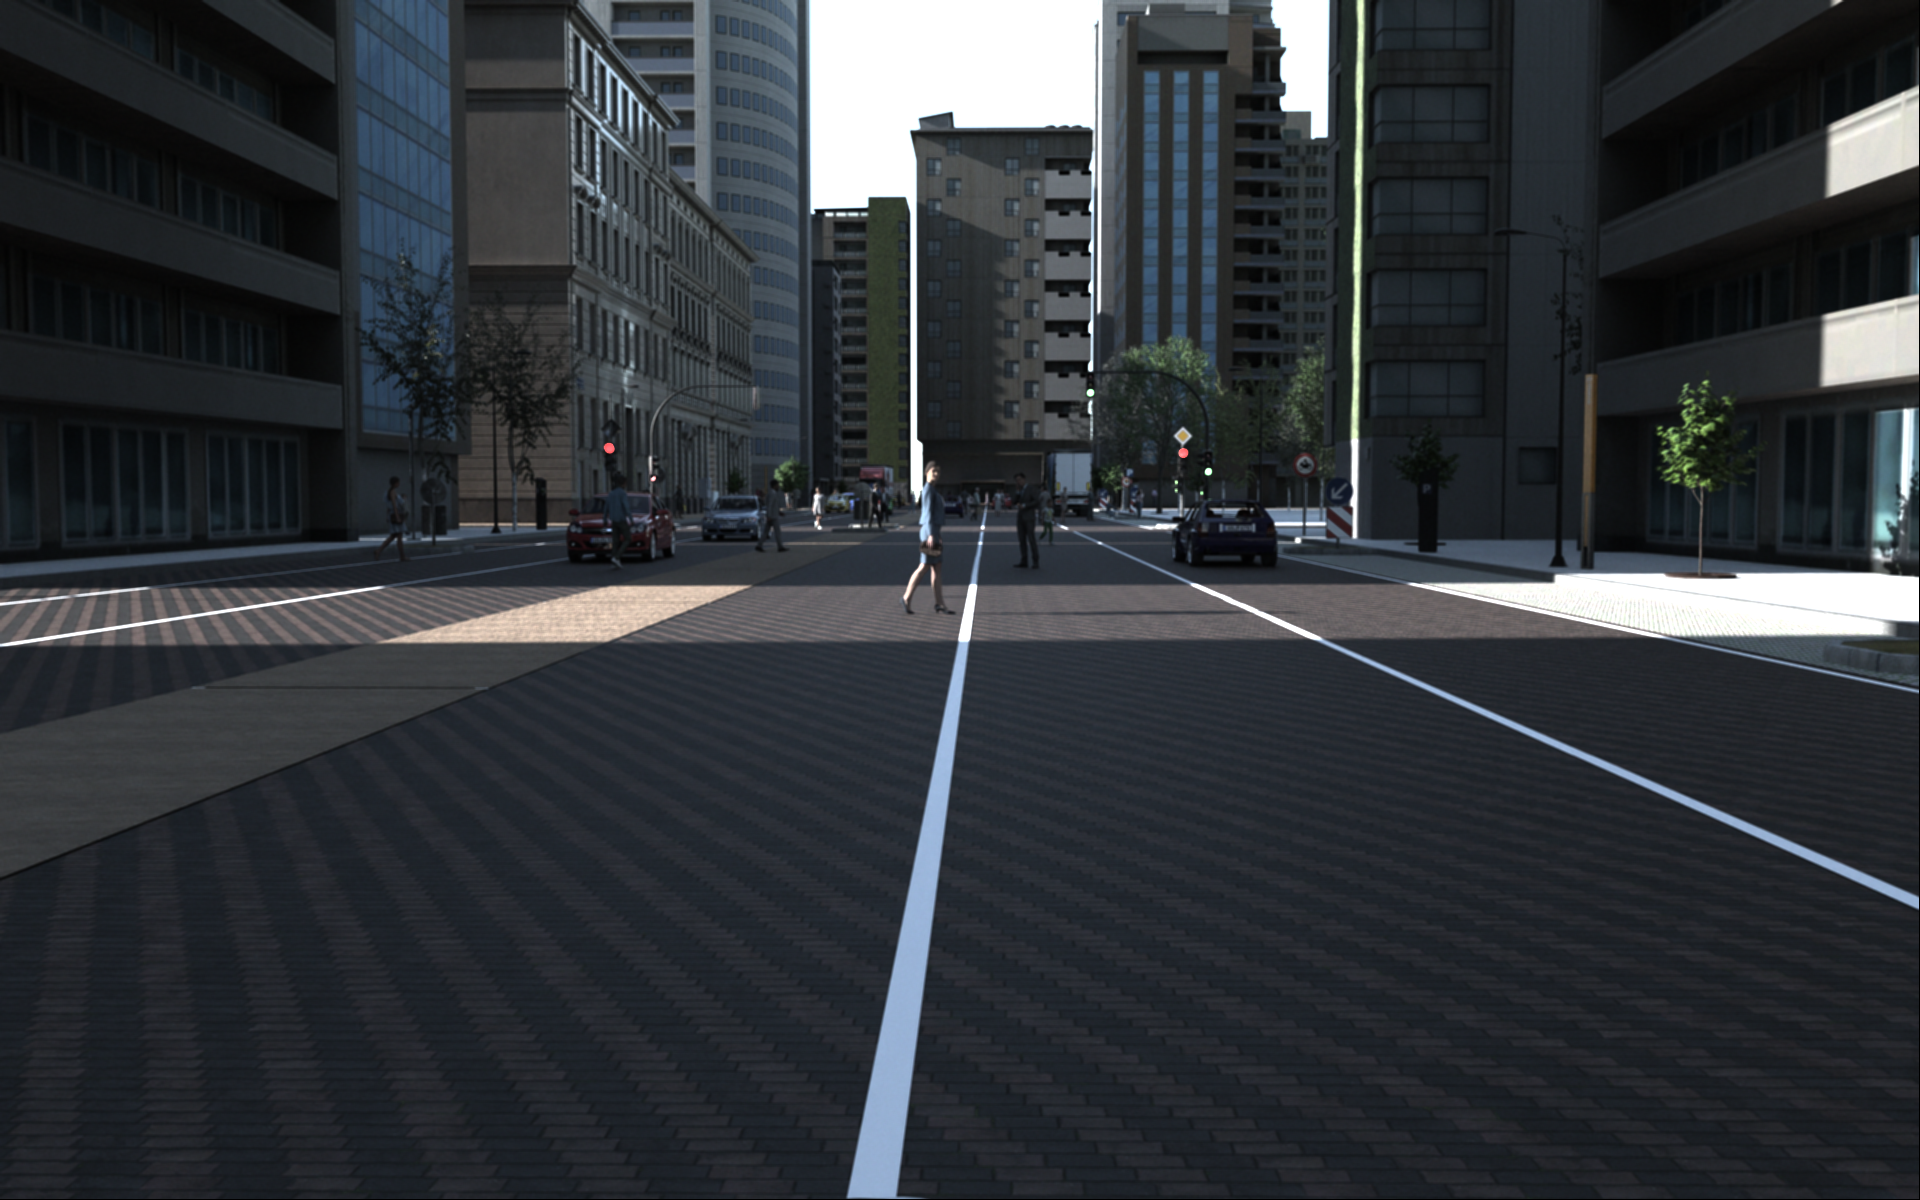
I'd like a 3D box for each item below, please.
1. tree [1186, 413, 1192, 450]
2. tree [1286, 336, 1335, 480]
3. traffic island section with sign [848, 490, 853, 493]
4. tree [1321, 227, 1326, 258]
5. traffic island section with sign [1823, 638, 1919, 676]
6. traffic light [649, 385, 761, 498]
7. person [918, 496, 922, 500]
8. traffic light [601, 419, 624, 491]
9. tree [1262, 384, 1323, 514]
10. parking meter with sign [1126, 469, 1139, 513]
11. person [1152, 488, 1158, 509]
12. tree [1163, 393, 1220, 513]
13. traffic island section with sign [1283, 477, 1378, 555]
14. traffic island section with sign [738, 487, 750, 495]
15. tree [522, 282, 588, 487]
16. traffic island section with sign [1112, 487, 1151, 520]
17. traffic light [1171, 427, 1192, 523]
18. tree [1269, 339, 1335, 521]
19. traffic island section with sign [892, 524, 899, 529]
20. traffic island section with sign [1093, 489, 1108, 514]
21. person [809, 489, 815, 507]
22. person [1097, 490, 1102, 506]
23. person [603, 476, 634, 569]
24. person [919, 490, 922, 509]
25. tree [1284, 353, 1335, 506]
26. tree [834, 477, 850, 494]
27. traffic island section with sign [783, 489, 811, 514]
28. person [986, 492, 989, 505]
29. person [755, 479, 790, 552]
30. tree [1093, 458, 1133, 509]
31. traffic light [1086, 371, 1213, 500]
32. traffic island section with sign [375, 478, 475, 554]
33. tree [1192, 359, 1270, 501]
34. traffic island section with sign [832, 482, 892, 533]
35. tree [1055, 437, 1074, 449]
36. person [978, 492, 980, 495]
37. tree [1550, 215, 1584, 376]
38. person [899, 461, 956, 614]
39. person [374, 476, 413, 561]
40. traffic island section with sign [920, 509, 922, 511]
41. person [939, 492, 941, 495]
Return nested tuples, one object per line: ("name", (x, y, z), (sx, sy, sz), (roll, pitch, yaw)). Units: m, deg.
("tree", (15.379, -9.248, 101.565), (4.737, 8.622, 4.395), (0, 3, 0))
("tree", (30.760, -14.160, 138.167), (9.857, 13.997, 8.962), (0, 3, 0))
("traffic island section with sign", (-10.867, -10.132, 174.291), (1.989, 1.847, 2.006), (0, 4, 1))
("tree", (27.740, -14.816, 98.123), (12.611, 20.169, 13.585), (0, 3, 0))
("traffic island section with sign", (8.335, -0.344, 14.245), (1.989, 1.847, 2.006), (0, 4, 1))
("traffic light", (-10.726, -5.979, 72.417), (4.771, 5.953, 1.251), (0, 4, 1))
("person", (-3.149, -9.090, 157.260), (1.348, 1.807, 0.705), (2, 4, 24))
("traffic light", (-12.950, -4.618, 64.432), (0.839, 4.253, 0.868), (0, 4, 1))
("tree", (22.078, -9.845, 111.320), (4.360, 8.622, 3.978), (0, 3, 0))
("parking meter with sign", (11.898, -7.479, 118.544), (0.543, 3.016, 1.738), (-1, 4, -15))
("person", (17.376, -9.035, 153.631), (0.599, 1.838, 0.709), (-2, 4, -33))
("tree", (17.779, -11.088, 131.655), (4.360, 8.622, 3.978), (0, 3, 0))
("traffic island section with sign", (8.777, -1.998, 41.297), (1.989, 1.847, 2.006), (0, 4, 1))
("traffic island section with sign", (-12.130, -5.414, 97.146), (1.989, 1.847, 2.006), (0, 4, 1))
("tree", (-15.042, -6.659, 59.238), (4.360, 8.622, 3.978), (0, 3, 0))
("traffic island section with sign", (9.696, -5.428, 97.374), (1.989, 1.847, 2.006), (0, 4, 1))
("traffic light", (9.239, -5.086, 72.071), (0.839, 4.253, 0.868), (0, 4, 1))
("tree", (17.600, -8.111, 82.971), (4.737, 8.622, 4.395), (0, 3, 0))
("traffic island section with sign", (-3.580, -3.909, 72.055), (2.006, 1.907, 1.989), (0, 4, 1))
("traffic island section with sign", (10.142, -7.076, 124.325), (1.989, 1.847, 2.006), (0, 4, 1))
("person", (-14.238, -9.856, 167.865), (0.721, 1.739, 1.217), (-3, 5, -41))
("person", (14.887, -10.850, 184.381), (0.436, 1.711, 0.756), (-3, 5, -39))
("person", (-6.517, -1.477, 32.993), (0.601, 1.785, 0.444), (3, 5, 40))
("person", (-3.831, -9.699, 167.036), (0.705, 1.831, 1.348), (0, 4, -7))
("tree", (26.067, -11.822, 119.052), (9.928, 11.665, 9.643), (0, 3, 0))
("tree", (-12.978, -12.046, 191.553), (1.663, 3.219, 1.824), (0, 3, 0))
("traffic island section with sign", (-11.686, -7.062, 124.097), (1.989, 1.847, 2.006), (0, 4, 1))
("person", (3.650, -13.387, 228.049), (0.621, 1.740, 0.551), (-1, 4, -19))
("person", (-4.634, -2.074, 42.682), (0.850, 1.792, 0.678), (-1, 4, -15))
("tree", (13.607, -10.261, 151.473), (4.285, 4.588, 4.351), (0, 3, 0))
("traffic light", (7.015, -5.463, 63.980), (4.771, 5.953, 1.251), (0, 4, 1))
("traffic island section with sign", (-13.025, -2.067, 42.428), (1.989, 1.847, 2.006), (0, 4, 1))
("tree", (15.576, -8.629, 91.450), (4.737, 8.622, 4.395), (0, 3, 0))
("traffic island section with sign", (-3.711, -3.456, 64.649), (2.006, 1.907, 1.989), (0, 4, 1))
("tree", (13.858, -16.724, 223.791), (4.360, 8.622, 3.978), (0, 3, 0))
("person", (1.848, -10.628, 183.095), (0.721, 1.723, 1.217), (0, 4, -5))
("tree", (16.087, -5.596, 41.865), (4.360, 8.622, 3.978), (0, 3, 0))
("person", (-0.383, -0.744, 20.681), (0.654, 1.822, 0.581), (1, 4, 21))
("person", (-12.055, -1.726, 36.817), (0.778, 1.811, 0.616), (-1, 4, -22))
("traffic island section with sign", (-2.357, -8.504, 147.184), (2.006, 1.907, 1.989), (0, 4, 1))
("person", (-2.694, -12.977, 221.188), (0.721, 1.766, 1.217), (1, 4, 11))
